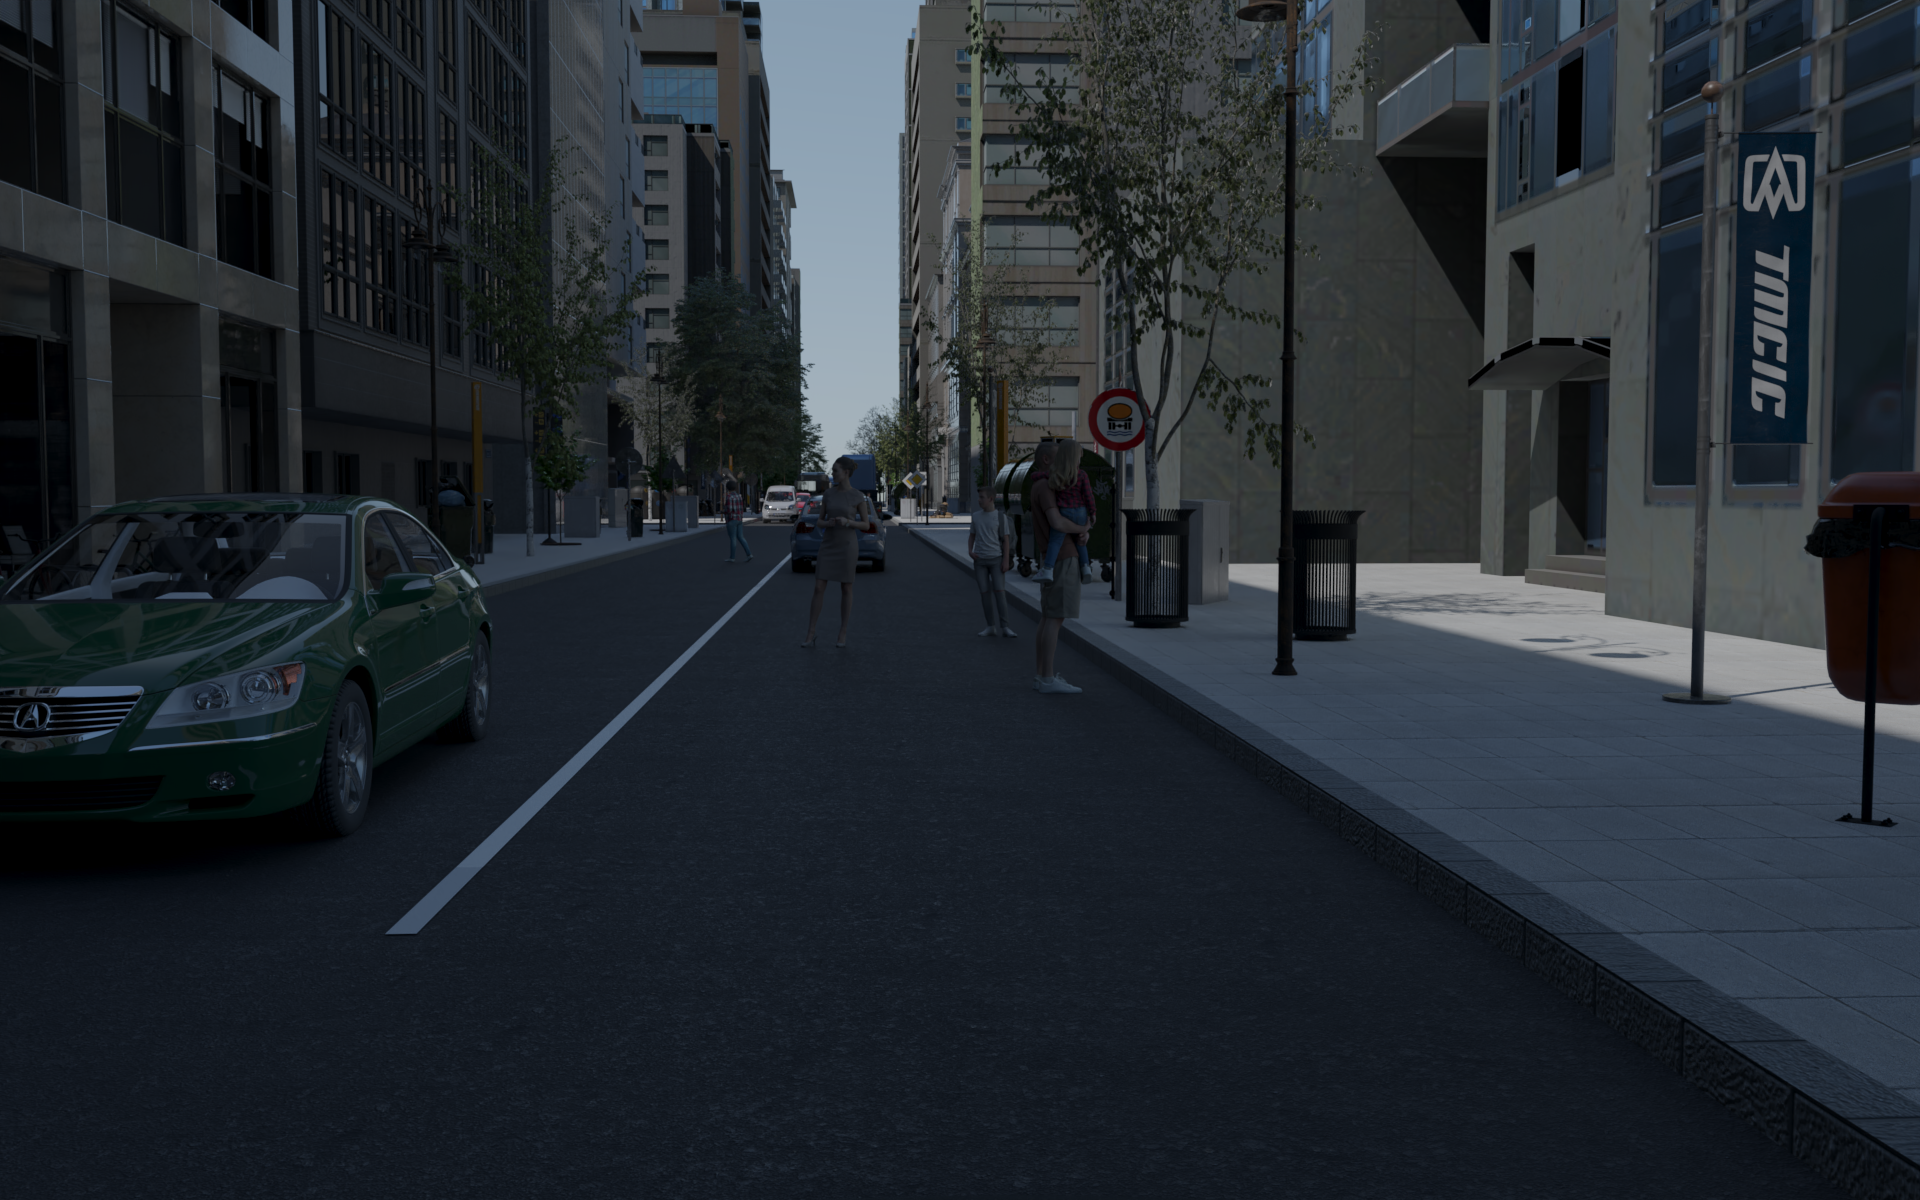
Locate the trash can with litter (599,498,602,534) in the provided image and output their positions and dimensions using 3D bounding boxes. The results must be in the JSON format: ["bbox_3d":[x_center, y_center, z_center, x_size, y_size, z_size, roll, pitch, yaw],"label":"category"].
[{"bbox_3d":[-11.831,-2.673,55.093,0.624,1.170,1.055,-3,5,-43],"label":"trash can with litter"}]

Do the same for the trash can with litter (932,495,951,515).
[{"bbox_3d":[-0.891,-5.724,104.646,1.678,1.210,2.233,-1,4,-8],"label":"trash can with litter"}]

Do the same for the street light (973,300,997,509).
[{"bbox_3d":[0.587,-4.195,41.371,0.468,5.910,1.993,0,4,-4],"label":"street light"}]

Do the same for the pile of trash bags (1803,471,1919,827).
[{"bbox_3d":[4.735,0.233,5.948,3.447,1.369,1.912,3,5,42],"label":"pile of trash bags"}]

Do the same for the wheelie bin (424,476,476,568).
[{"bbox_3d":[-8.731,-1.331,29.670,0.693,1.594,0.980,-3,5,-42],"label":"wheelie bin"}]

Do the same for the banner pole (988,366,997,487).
[{"bbox_3d":[0.653,-2.703,34.217,0.401,3.779,0.863,1,4,12],"label":"banner pole"}]

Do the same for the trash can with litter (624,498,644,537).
[{"bbox_3d":[-9.749,-2.452,51.483,0.624,1.170,1.055,-1,4,-21],"label":"trash can with litter"}]

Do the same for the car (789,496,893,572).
[{"bbox_3d":[-2.301,-1.304,33.318,2.014,1.417,4.499,0,4,-2],"label":"car"}]

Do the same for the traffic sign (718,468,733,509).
[{"bbox_3d":[-11.424,-5.147,84.261,0.768,2.556,0.104,0,4,-2],"label":"traffic sign"}]

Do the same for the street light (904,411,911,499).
[{"bbox_3d":[-2.855,-7.483,95.126,0.468,5.910,1.993,0,4,-4],"label":"street light"}]

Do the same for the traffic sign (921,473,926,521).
[{"bbox_3d":[-1.787,-4.821,80.949,0.606,2.300,0.079,0,4,0],"label":"traffic sign"}]

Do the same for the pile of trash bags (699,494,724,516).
[{"bbox_3d":[-15.848,-5.566,100.753,3.447,1.369,1.912,2,4,29],"label":"pile of trash bags"}]

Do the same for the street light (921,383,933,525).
[{"bbox_3d":[-1.348,-6.012,71.078,0.468,5.910,1.993,0,4,-4],"label":"street light"}]

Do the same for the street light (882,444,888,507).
[{"bbox_3d":[-6.405,-11.062,153.653,0.468,5.910,1.993,0,4,-4],"label":"street light"}]

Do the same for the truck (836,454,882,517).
[{"bbox_3d":[-6.472,-7.437,111.349,2.967,4.110,18.799,0,4,-4],"label":"truck"}]

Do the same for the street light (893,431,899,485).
[{"bbox_3d":[-4.606,-9.274,124.415,0.468,5.910,1.993,0,4,-4],"label":"street light"}]

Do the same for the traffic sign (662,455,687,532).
[{"bbox_3d":[-9.616,-3.557,58.166,0.884,2.594,0.081,0,4,4],"label":"traffic sign"}]

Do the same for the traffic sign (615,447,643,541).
[{"bbox_3d":[-9.019,-2.880,47.195,0.768,2.556,0.104,0,4,1],"label":"traffic sign"}]

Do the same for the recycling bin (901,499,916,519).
[{"bbox_3d":[-2.686,-4.758,90.349,0.722,1.027,0.722,0,4,6],"label":"recycling bin"}]

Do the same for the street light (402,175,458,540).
[{"bbox_3d":[-7.775,-3.228,25.559,0.468,5.910,1.993,0,4,-4],"label":"street light"}]

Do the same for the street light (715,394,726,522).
[{"bbox_3d":[-11.012,-6.552,79.918,0.468,5.910,1.993,0,4,-4],"label":"street light"}]

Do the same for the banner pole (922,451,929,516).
[{"bbox_3d":[-2.002,-6.833,101.732,0.401,3.779,0.863,2,4,27],"label":"banner pole"}]

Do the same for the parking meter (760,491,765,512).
[{"bbox_3d":[-14.214,-7.121,124.836,0.372,1.533,0.369,0,3,0],"label":"parking meter"}]

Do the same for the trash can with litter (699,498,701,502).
[{"bbox_3d":[-17.756,-6.368,115.502,0.624,1.170,1.055,2,4,26],"label":"trash can with litter"}]

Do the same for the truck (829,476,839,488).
[{"bbox_3d":[-19.835,-17.123,269.718,2.967,4.110,18.799,0,4,-4],"label":"truck"}]

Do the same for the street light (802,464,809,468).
[{"bbox_3d":[-19.344,-14.800,214.769,0.468,5.910,1.993,0,4,-4],"label":"street light"}]

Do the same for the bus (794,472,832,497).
[{"bbox_3d":[-12.005,-8.985,141.764,2.948,3.499,13.247,0,4,-5],"label":"bus"}]

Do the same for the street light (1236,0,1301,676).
[{"bbox_3d":[2.307,-2.406,12.128,0.468,5.910,1.993,0,4,-4],"label":"street light"}]

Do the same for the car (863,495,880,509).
[{"bbox_3d":[-3.750,-2.830,58.061,2.131,1.459,4.920,0,4,-3],"label":"car"}]

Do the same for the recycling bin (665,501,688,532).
[{"bbox_3d":[-9.615,-2.825,58.749,0.722,1.027,0.722,0,4,-6],"label":"recycling bin"}]

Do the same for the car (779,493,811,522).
[{"bbox_3d":[-8.466,-4.972,90.325,2.155,1.783,4.494,0,4,-2],"label":"car"}]

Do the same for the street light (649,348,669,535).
[{"bbox_3d":[-9.491,-5.016,54.802,0.468,5.910,1.993,0,4,-4],"label":"street light"}]

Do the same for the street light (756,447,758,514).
[{"bbox_3d":[-12.867,-8.377,109.751,0.468,5.910,1.993,0,4,-4],"label":"street light"}]

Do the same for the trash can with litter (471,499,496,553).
[{"bbox_3d":[-10.496,-1.592,37.422,1.055,1.170,0.624,3,5,44],"label":"trash can with litter"}]

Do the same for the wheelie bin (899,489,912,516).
[{"bbox_3d":[-3.074,-5.538,98.450,0.693,1.594,0.980,-1,4,-19],"label":"wheelie bin"}]

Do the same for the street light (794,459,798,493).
[{"bbox_3d":[-17.514,-12.982,185.046,0.468,5.910,1.993,0,4,-4],"label":"street light"}]

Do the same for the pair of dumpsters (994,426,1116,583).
[{"bbox_3d":[1.482,-1.502,27.057,1.574,2.255,4.437,0,4,-4],"label":"pair of dumpsters"}]

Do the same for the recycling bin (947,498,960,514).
[{"bbox_3d":[-0.418,-6.120,112.611,0.722,1.027,0.722,1,4,10],"label":"recycling bin"}]

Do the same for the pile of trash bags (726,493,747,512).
[{"bbox_3d":[-15.953,-6.784,120.668,1.912,1.369,3.447,0,4,4],"label":"pile of trash bags"}]

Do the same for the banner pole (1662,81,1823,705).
[{"bbox_3d":[4.795,-1.259,10.606,0.863,3.779,0.401,0,4,2],"label":"banner pole"}]

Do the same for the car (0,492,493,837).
[{"bbox_3d":[-3.575,0.191,8.676,2.131,1.459,4.920,0,4,-5],"label":"car"}]

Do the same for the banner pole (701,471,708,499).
[{"bbox_3d":[-16.491,-7.453,111.870,0.401,3.779,0.863,2,4,28],"label":"banner pole"}]
